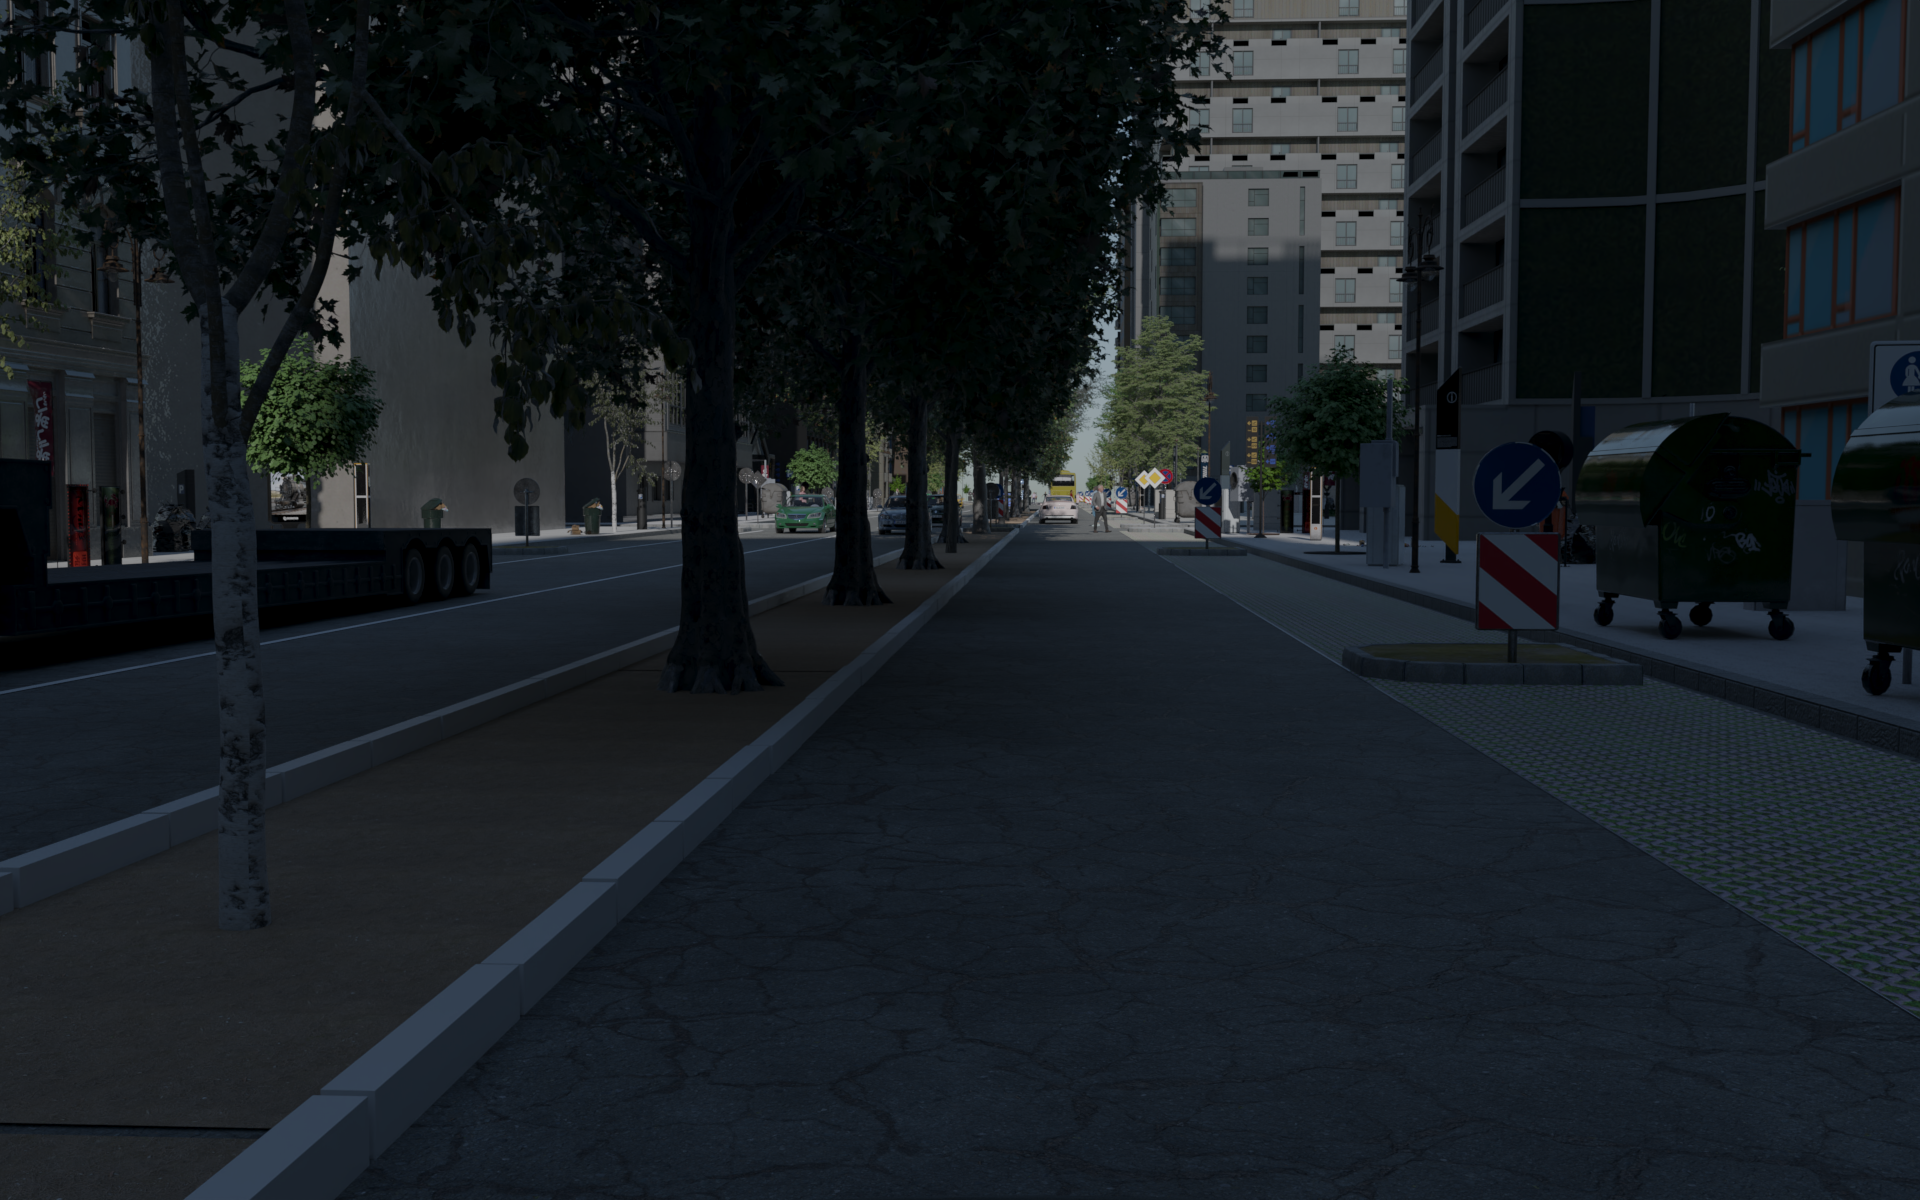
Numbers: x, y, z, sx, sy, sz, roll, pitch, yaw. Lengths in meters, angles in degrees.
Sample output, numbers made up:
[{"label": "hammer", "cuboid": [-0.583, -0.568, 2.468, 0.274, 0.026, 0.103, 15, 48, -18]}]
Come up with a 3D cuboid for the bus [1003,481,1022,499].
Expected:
[{"label": "bus", "cuboid": [6.201, -13.363, 213.336, 2.948, 3.499, 13.247, 0, 4, 3]}]

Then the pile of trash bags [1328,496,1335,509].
[{"label": "pile of trash bags", "cuboid": [29.533, -7.533, 132.915, 3.447, 1.369, 1.912, 1, 4, 15]}]

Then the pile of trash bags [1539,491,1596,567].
[{"label": "pile of trash bags", "cuboid": [11.626, -1.333, 31.554, 3.447, 1.369, 1.912, -3, 4, -38]}]

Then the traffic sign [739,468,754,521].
[{"label": "traffic sign", "cuboid": [-10.275, -5.088, 83.299, 0.768, 2.556, 0.104, 1, 4, 10]}]

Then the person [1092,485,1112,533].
[{"label": "person", "cuboid": [5.238, -3.370, 63.995, 0.661, 1.777, 0.834, -3, 4, -38]}]

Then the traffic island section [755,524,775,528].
[{"label": "traffic island section", "cuboid": [-8.695, -3.184, 74.342, 2.009, 0.180, 2.903, 0, 4, 3]}]

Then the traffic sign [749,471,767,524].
[{"label": "traffic sign", "cuboid": [-8.671, -4.320, 74.279, 0.795, 2.450, 0.064, 0, 4, 3]}]

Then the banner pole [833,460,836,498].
[{"label": "banner pole", "cuboid": [-8.529, -7.797, 117.500, 0.401, 3.779, 0.863, 1, 4, 15]}]

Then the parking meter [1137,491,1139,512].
[{"label": "parking meter", "cuboid": [13.120, -7.252, 126.979, 0.372, 1.533, 0.369, 0, 3, 0]}]

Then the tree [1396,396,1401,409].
[{"label": "tree", "cuboid": [32.282, -10.764, 126.347, 4.360, 8.622, 3.978, 0, 3, 0]}]

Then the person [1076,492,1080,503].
[{"label": "person", "cuboid": [17.966, -15.574, 263.796, 0.551, 1.740, 0.621, -1, 4, -14]}]

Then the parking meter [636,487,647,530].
[{"label": "parking meter", "cuboid": [-11.469, -3.304, 62.439, 0.372, 1.533, 0.369, 0, 3, 0]}]

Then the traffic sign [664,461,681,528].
[{"label": "traffic sign", "cuboid": [-11.047, -4.048, 66.283, 0.768, 2.556, 0.104, 1, 4, 9]}]

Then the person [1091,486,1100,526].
[{"label": "person", "cuboid": [6.032, -4.166, 76.872, 0.793, 1.790, 0.793, -1, 4, -18]}]

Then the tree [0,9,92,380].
[{"label": "tree", "cuboid": [-13.996, -4.453, 23.165, 4.737, 8.622, 4.395, 0, 3, 0]}]

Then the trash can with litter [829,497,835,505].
[{"label": "trash can with litter", "cuboid": [-8.437, -6.373, 115.581, 1.055, 1.170, 0.624, 3, 5, 43]}]

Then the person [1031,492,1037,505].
[{"label": "person", "cuboid": [10.096, -13.906, 236.795, 0.756, 1.711, 0.436, 1, 4, 18]}]

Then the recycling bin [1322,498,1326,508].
[{"label": "recycling bin", "cuboid": [22.065, -5.716, 106.009, 0.722, 1.027, 0.722, 0, 4, 1]}]

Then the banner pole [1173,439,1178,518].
[{"label": "banner pole", "cuboid": [9.774, -5.422, 78.670, 0.401, 3.779, 0.863, 0, 4, -6]}]

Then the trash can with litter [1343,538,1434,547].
[{"label": "trash can with litter", "cuboid": [10.386, -1.923, 42.492, 1.678, 1.210, 2.233, -2, 4, -31]}]

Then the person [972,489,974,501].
[{"label": "person", "cuboid": [1.028, -6.743, 118.762, 0.388, 1.821, 0.555, 0, 4, 2]}]

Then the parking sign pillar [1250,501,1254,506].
[{"label": "parking sign pillar", "cuboid": [23.968, -9.406, 142.266, 1.447, 3.967, 1.447, -3, 4, -38]}]

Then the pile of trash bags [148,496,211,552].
[{"label": "pile of trash bags", "cuboid": [-18.133, -1.759, 38.517, 1.912, 1.369, 3.447, 2, 4, 34]}]

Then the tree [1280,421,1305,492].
[{"label": "tree", "cuboid": [28.439, -11.902, 144.958, 4.360, 8.622, 3.978, 0, 3, 0]}]

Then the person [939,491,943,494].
[{"label": "person", "cuboid": [-2.141, -11.143, 190.788, 1.348, 1.812, 0.705, 1, 4, 17]}]

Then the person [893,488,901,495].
[{"label": "person", "cuboid": [-5.135, -8.152, 141.153, 0.474, 1.900, 0.648, 2, 4, 31]}]

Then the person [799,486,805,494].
[{"label": "person", "cuboid": [-7.732, -4.705, 85.441, 0.388, 1.821, 0.555, 1, 4, 21]}]

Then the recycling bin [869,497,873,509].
[{"label": "recycling bin", "cuboid": [-7.844, -8.170, 146.131, 0.722, 1.027, 0.722, -3, 4, -36]}]

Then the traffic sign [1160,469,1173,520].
[{"label": "traffic sign", "cuboid": [10.308, -5.312, 86.949, 0.768, 2.556, 0.104, 1, 4, 10]}]

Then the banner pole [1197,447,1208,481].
[{"label": "banner pole", "cuboid": [12.983, -6.292, 92.895, 0.863, 3.779, 0.401, 2, 4, 24]}]

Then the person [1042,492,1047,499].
[{"label": "person", "cuboid": [13.215, -15.850, 267.658, 1.348, 1.822, 0.705, -1, 4, -11]}]

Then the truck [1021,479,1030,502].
[{"label": "truck", "cuboid": [9.942, -17.892, 282.291, 2.967, 4.110, 18.799, 0, 4, 3]}]

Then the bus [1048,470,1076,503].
[{"label": "bus", "cuboid": [10.369, -11.323, 176.677, 2.896, 3.916, 12.252, 0, 4, 2]}]

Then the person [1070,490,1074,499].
[{"label": "person", "cuboid": [10.660, -9.591, 165.246, 0.705, 1.831, 1.348, 1, 4, 12]}]

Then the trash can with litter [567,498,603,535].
[{"label": "trash can with litter", "cuboid": [-11.819, -2.642, 54.577, 1.055, 1.170, 0.624, -2, 4, -24]}]

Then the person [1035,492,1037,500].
[{"label": "person", "cuboid": [13.222, -17.720, 299.014, 0.721, 1.735, 1.217, 0, 4, -6]}]

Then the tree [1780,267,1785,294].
[{"label": "tree", "cuboid": [17.716, -4.992, 31.981, 4.737, 8.622, 4.395, 0, 3, 0]}]

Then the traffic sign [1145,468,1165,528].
[{"label": "traffic sign", "cuboid": [7.346, -3.775, 65.360, 0.795, 2.450, 0.064, 0, 4, 3]}]

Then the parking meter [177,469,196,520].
[{"label": "parking meter", "cuboid": [-18.409, -2.171, 41.215, 0.399, 1.863, 0.255, 2, 4, 32]}]

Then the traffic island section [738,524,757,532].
[{"label": "traffic island section", "cuboid": [-9.145, -2.697, 66.370, 2.009, 0.180, 2.903, 0, 4, 3]}]

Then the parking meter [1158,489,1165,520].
[{"label": "parking meter", "cuboid": [10.207, -4.830, 87.384, 0.372, 1.533, 0.369, 0, 3, 0]}]

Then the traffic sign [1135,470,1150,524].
[{"label": "traffic sign", "cuboid": [7.796, -4.262, 73.333, 0.795, 2.450, 0.064, 0, 4, 3]}]

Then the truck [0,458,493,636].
[{"label": "truck", "cuboid": [-8.572, -1.587, 15.698, 2.967, 4.110, 18.799, 0, 4, 4]}]

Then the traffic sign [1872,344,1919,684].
[{"label": "traffic sign", "cuboid": [6.396, -0.581, 11.629, 0.606, 2.300, 0.079, 1, 4, 10]}]

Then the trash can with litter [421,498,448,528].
[{"label": "trash can with litter", "cuboid": [-14.730, -2.233, 47.896, 0.624, 1.170, 1.055, 2, 4, 28]}]

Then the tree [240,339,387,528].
[{"label": "tree", "cuboid": [-13.251, -3.134, 34.947, 4.285, 4.588, 4.351, 0, 3, 0]}]

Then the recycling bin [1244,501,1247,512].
[{"label": "recycling bin", "cuboid": [20.155, -6.849, 124.538, 0.722, 1.027, 0.722, -1, 4, -16]}]

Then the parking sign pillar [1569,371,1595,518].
[{"label": "parking sign pillar", "cuboid": [13.892, -3.075, 38.752, 1.447, 3.967, 1.447, 1, 4, 17]}]

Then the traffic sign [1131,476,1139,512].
[{"label": "traffic sign", "cuboid": [12.387, -7.420, 121.416, 0.768, 2.556, 0.104, 1, 4, 9]}]
